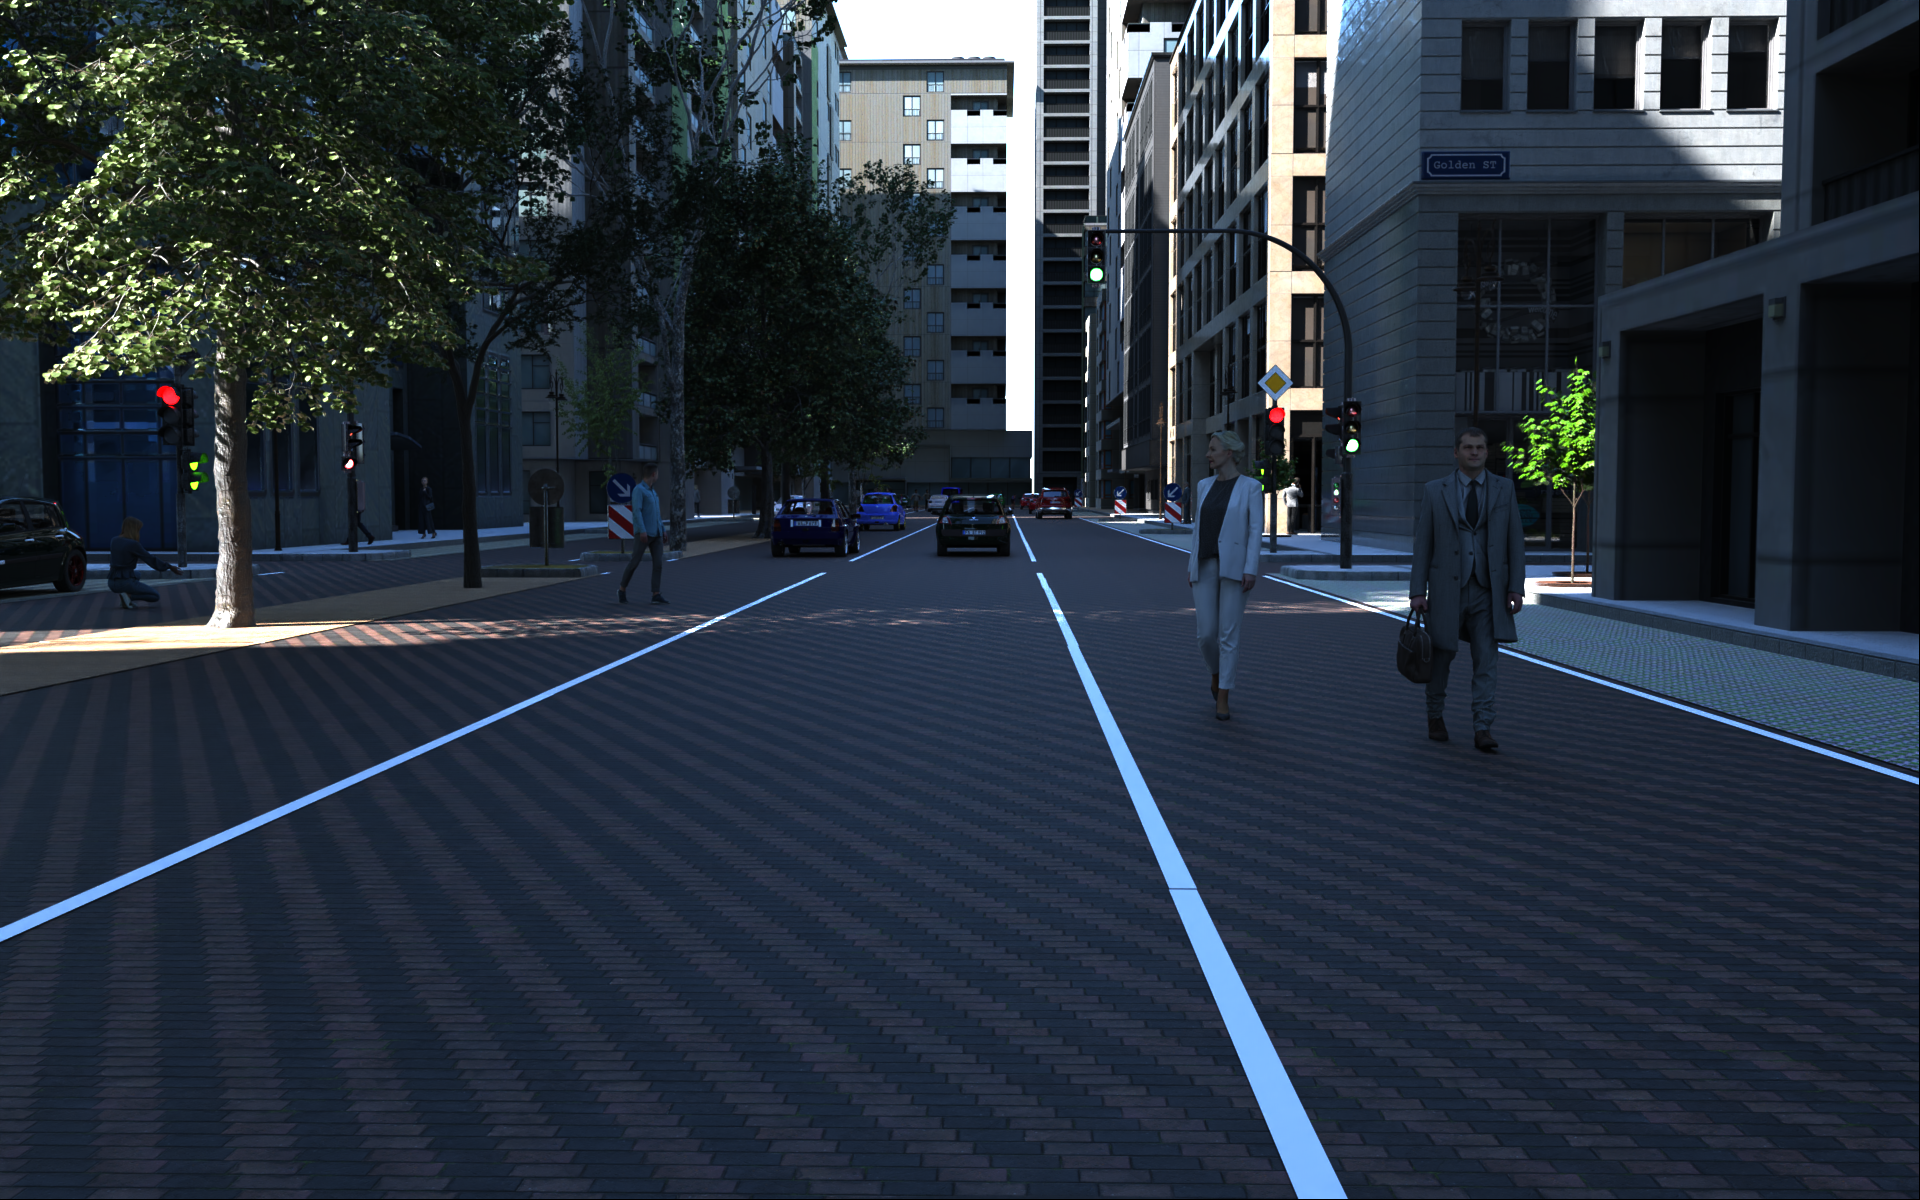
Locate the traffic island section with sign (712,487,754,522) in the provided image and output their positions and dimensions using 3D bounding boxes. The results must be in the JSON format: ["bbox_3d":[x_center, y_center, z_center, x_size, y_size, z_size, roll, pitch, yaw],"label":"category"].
[{"bbox_3d":[-11.822,-5.002,90.405,1.989,1.847,2.006,0,4,1],"label":"traffic island section with sign"}]

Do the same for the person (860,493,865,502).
[{"bbox_3d":[-10.167,-10.465,180.273,0.621,1.740,0.551,3,4,37],"label":"person"}]

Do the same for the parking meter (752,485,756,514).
[{"bbox_3d":[-13.119,-6.395,110.273,0.255,1.863,0.399,0,4,-5],"label":"parking meter"}]

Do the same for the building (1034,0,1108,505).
[{"bbox_3d":[19.186,-46.898,205.034,20.611,71.187,20.563,0,4,1],"label":"building"}]

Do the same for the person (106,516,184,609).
[{"bbox_3d":[-10.512,-0.487,21.957,1.012,1.151,0.738,2,4,24],"label":"person"}]

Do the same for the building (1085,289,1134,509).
[{"bbox_3d":[26.110,-19.259,159.923,27.650,21.520,28.899,0,4,1],"label":"building"}]

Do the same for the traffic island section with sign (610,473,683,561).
[{"bbox_3d":[-7.248,-1.820,37.889,2.006,1.907,1.989,0,4,1],"label":"traffic island section with sign"}]

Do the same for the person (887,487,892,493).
[{"bbox_3d":[-3.832,-5.069,91.725,0.374,1.781,0.599,-3,5,-42],"label":"person"}]

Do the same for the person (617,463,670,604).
[{"bbox_3d":[-4.120,-0.874,22.645,0.748,1.841,0.638,2,4,32],"label":"person"}]

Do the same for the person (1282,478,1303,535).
[{"bbox_3d":[10.504,-2.965,54.708,0.473,1.802,0.592,-3,5,-39],"label":"person"}]

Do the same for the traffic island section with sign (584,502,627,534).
[{"bbox_3d":[-12.518,-3.339,63.219,1.989,1.847,2.006,0,4,1],"label":"traffic island section with sign"}]

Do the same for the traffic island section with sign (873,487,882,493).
[{"bbox_3d":[-5.375,-6.414,113.004,2.006,1.907,1.989,0,4,1],"label":"traffic island section with sign"}]

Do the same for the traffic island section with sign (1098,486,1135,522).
[{"bbox_3d":[8.191,-4.989,90.197,1.989,1.847,2.006,0,4,1],"label":"traffic island section with sign"}]

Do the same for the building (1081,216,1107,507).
[{"bbox_3d":[19.662,-25.051,181.281,14.160,30.474,14.107,0,4,1],"label":"building"}]

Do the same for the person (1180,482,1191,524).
[{"bbox_3d":[9.631,-4.157,74.183,0.590,1.801,0.661,0,4,0],"label":"person"}]

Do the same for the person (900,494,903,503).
[{"bbox_3d":[-5.259,-8.702,154.008,0.599,1.433,0.991,0,4,-2],"label":"person"}]

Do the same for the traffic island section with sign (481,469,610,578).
[{"bbox_3d":[-7.443,-1.367,30.484,2.006,1.907,1.989,0,4,1],"label":"traffic island section with sign"}]

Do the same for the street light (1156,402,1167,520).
[{"bbox_3d":[10.083,-6.981,86.922,0.468,5.910,1.993,0,4,1],"label":"street light"}]

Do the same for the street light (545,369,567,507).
[{"bbox_3d":[-14.968,-5.603,64.390,0.468,5.910,1.993,0,4,1],"label":"street light"}]

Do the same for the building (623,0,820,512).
[{"bbox_3d":[-19.805,-28.425,148.336,14.154,41.232,14.086,0,4,1],"label":"building"}]

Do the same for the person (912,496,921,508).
[{"bbox_3d":[-4.476,-10.139,174.820,0.990,1.755,0.434,0,4,2],"label":"person"}]

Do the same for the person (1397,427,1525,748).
[{"bbox_3d":[2.870,-0.078,9.875,0.694,1.812,0.767,1,4,8],"label":"person"}]

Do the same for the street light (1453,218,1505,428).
[{"bbox_3d":[8.750,-3.460,29.363,0.468,5.910,1.993,0,4,1],"label":"street light"}]

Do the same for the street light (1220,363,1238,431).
[{"bbox_3d":[9.466,-5.408,61.208,0.468,5.910,1.993,0,4,1],"label":"street light"}]

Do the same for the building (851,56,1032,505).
[{"bbox_3d":[-5.101,-37.991,210.384,27.495,52.752,28.713,0,4,1],"label":"building"}]

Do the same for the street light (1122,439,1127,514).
[{"bbox_3d":[10.770,-8.544,112.483,0.468,5.910,1.993,0,4,1],"label":"street light"}]

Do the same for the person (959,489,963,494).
[{"bbox_3d":[0.146,-7.883,137.346,0.705,1.831,1.348,-3,5,-41],"label":"person"}]

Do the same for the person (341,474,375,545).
[{"bbox_3d":[-15.245,-2.314,43.783,0.836,1.842,0.656,-1,4,-19],"label":"person"}]

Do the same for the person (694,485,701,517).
[{"bbox_3d":[-14.709,-5.484,95.888,0.709,1.800,0.728,2,4,29],"label":"person"}]

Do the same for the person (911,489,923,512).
[{"bbox_3d":[-3.543,-8.091,140.782,1.348,1.824,0.705,-3,5,-43],"label":"person"}]

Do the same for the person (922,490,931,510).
[{"bbox_3d":[-2.853,-8.759,151.726,1.348,1.823,0.705,-3,4,-38],"label":"person"}]

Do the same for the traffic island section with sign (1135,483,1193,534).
[{"bbox_3d":[7.491,-3.293,62.466,1.989,1.847,2.006,0,4,1],"label":"traffic island section with sign"}]

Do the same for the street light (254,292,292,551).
[{"bbox_3d":[-15.452,-4.054,39.078,0.468,5.910,1.993,0,4,1],"label":"street light"}]

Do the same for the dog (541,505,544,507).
[{"bbox_3d":[-17.543,-3.569,72.726,0.513,0.831,0.800,0,4,-7],"label":"dog"}]

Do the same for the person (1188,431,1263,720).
[{"bbox_3d":[1.733,-0.179,11.302,0.514,1.842,0.818,1,4,17],"label":"person"}]

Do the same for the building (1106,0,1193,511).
[{"bbox_3d":[25.269,-33.109,130.576,28.713,52.752,27.495,0,4,1],"label":"building"}]

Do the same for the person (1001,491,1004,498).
[{"bbox_3d":[4.501,-10.986,188.252,0.705,1.807,1.348,-2,4,-26],"label":"person"}]

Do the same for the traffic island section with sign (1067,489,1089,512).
[{"bbox_3d":[9.444,-8.064,140.471,1.989,1.847,2.006,0,4,1],"label":"traffic island section with sign"}]

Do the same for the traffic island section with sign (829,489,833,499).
[{"bbox_3d":[-10.568,-8.042,140.107,1.989,1.847,2.006,0,4,1],"label":"traffic island section with sign"}]

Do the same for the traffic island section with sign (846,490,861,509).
[{"bbox_3d":[-9.895,-9.701,167.241,1.989,1.847,2.006,0,4,1],"label":"traffic island section with sign"}]

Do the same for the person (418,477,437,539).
[{"bbox_3d":[-15.402,-2.659,49.932,0.576,1.772,0.534,1,4,12],"label":"person"}]

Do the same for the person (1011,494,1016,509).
[{"bbox_3d":[5.061,-9.262,163.165,0.421,1.427,0.697,-2,4,-24],"label":"person"}]
